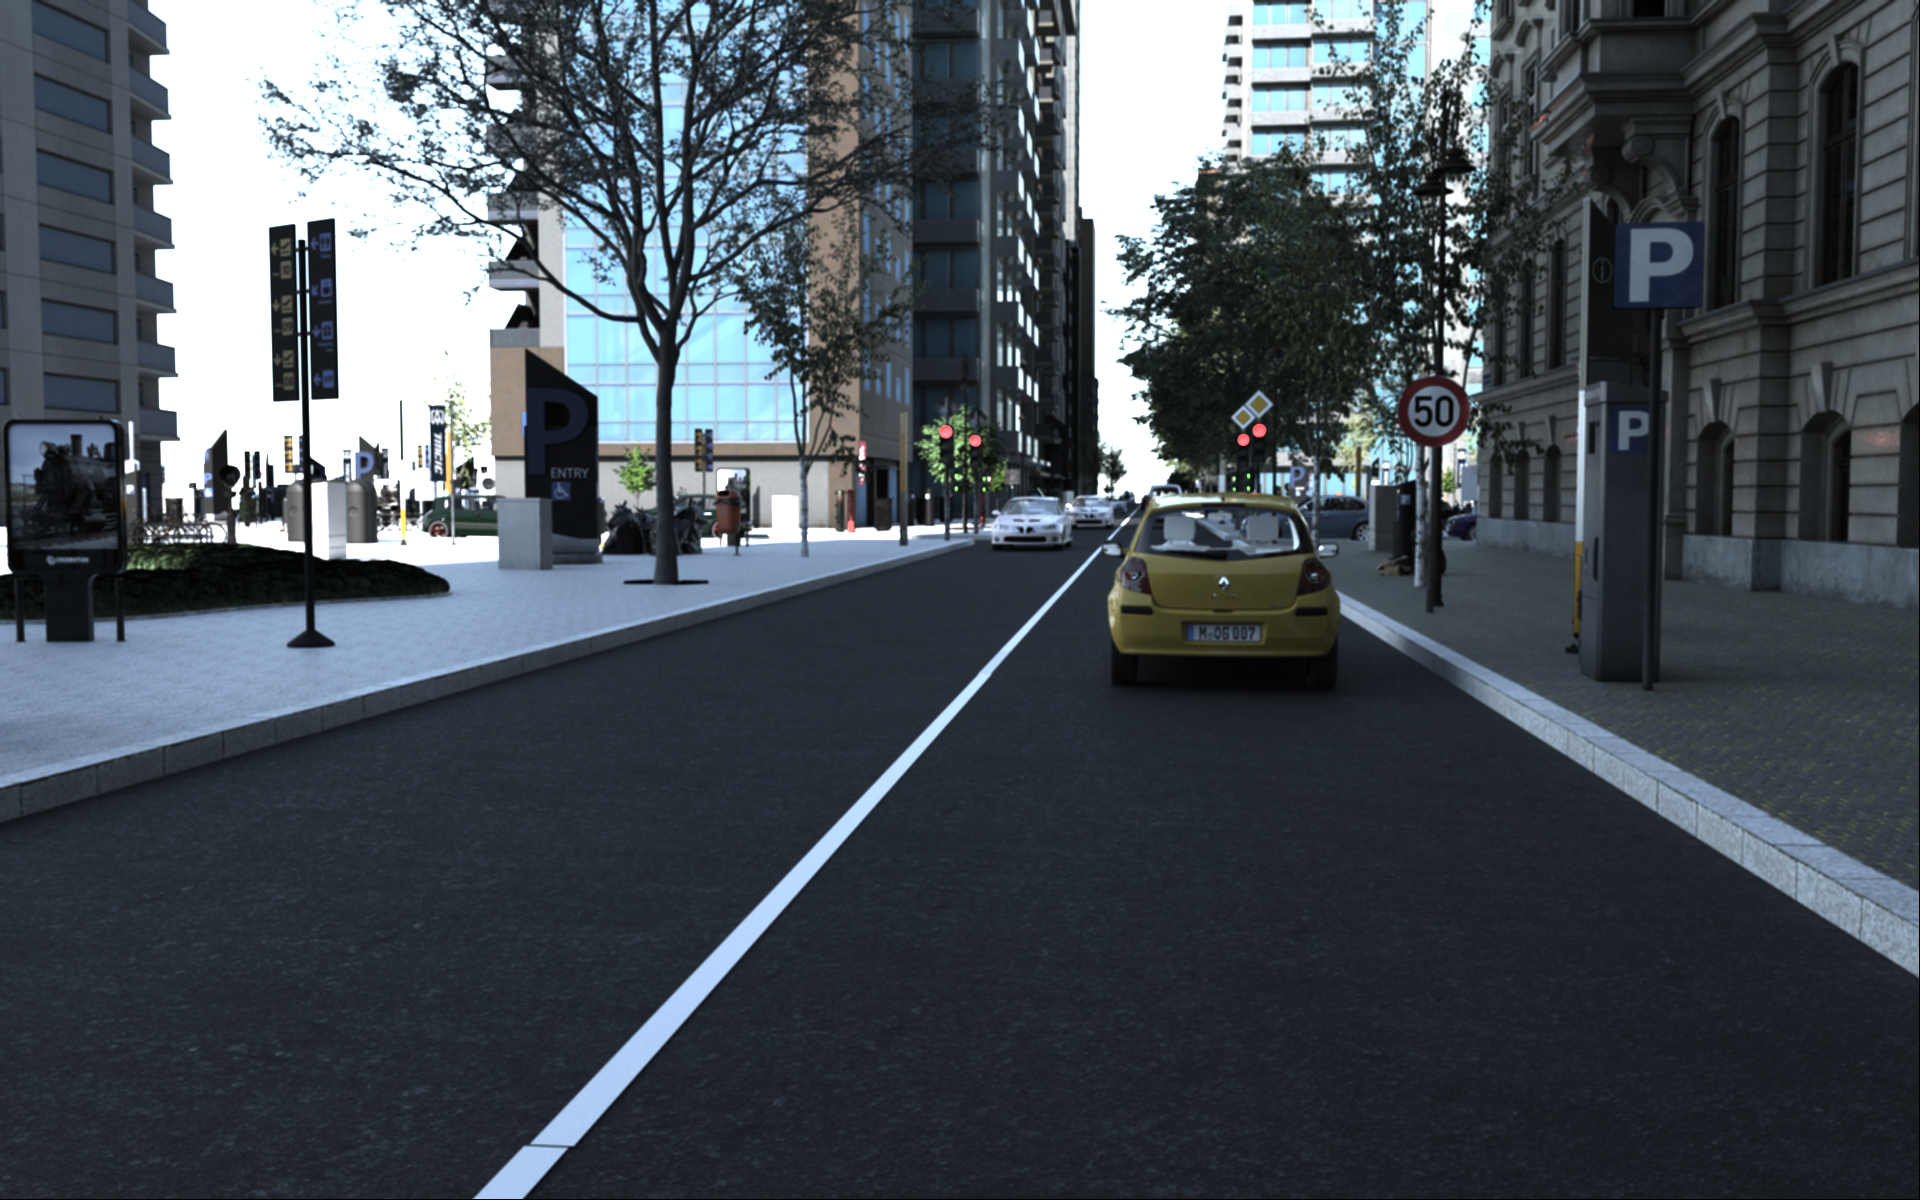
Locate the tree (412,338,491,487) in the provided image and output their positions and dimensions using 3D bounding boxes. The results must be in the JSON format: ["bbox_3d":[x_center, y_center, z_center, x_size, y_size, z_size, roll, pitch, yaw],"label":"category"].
[{"bbox_3d":[-23.757,-8.082,82.510,4.737,8.622,4.395,0,3,0],"label":"tree"}]

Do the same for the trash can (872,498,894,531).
[{"bbox_3d":[-2.667,-2.956,59.989,0.748,1.137,0.748,0,3,0],"label":"trash can"}]

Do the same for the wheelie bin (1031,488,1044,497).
[{"bbox_3d":[4.004,-4.982,89.370,0.693,1.594,0.980,0,4,8],"label":"wheelie bin"}]

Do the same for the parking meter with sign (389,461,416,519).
[{"bbox_3d":[-29.443,-5.785,90.849,1.738,3.016,0.543,0,4,-2],"label":"parking meter with sign"}]

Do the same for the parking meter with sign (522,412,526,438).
[{"bbox_3d":[-8.847,-2.437,36.098,0.543,3.016,1.738,-1,4,-13],"label":"parking meter with sign"}]

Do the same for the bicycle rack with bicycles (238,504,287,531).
[{"bbox_3d":[-24.360,-2.967,61.894,2.852,0.926,2.925,0,4,-1],"label":"bicycle rack with bicycles"}]

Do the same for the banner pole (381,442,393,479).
[{"bbox_3d":[-27.269,-5.663,82.599,0.401,3.779,0.863,2,4,29],"label":"banner pole"}]

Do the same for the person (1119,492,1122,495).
[{"bbox_3d":[22.561,-14.256,242.298,0.721,1.736,1.217,3,4,39],"label":"person"}]

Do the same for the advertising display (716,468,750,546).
[{"bbox_3d":[-5.586,-2.293,42.706,0.974,1.923,0.123,2,4,32],"label":"advertising display"}]

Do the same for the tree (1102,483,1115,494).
[{"bbox_3d":[21.640,-15.936,255.147,1.663,3.219,1.824,0,3,0],"label":"tree"}]

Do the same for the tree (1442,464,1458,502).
[{"bbox_3d":[31.037,-7.047,109.811,1.663,3.219,1.824,0,3,0],"label":"tree"}]

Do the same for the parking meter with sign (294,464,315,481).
[{"bbox_3d":[-38.314,-6.407,101.015,1.738,3.016,0.543,3,4,36],"label":"parking meter with sign"}]

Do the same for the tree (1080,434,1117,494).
[{"bbox_3d":[15.856,-15.665,206.479,4.737,8.622,4.395,0,3,0],"label":"tree"}]

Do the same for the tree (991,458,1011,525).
[{"bbox_3d":[1.005,-4.791,72.934,1.663,3.219,1.824,0,3,0],"label":"tree"}]

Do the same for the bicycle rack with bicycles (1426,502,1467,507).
[{"bbox_3d":[21.575,-3.837,76.117,2.852,0.926,2.925,2,4,28],"label":"bicycle rack with bicycles"}]

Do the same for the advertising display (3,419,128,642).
[{"bbox_3d":[-7.748,-0.600,15.027,0.974,1.923,0.123,0,4,-3],"label":"advertising display"}]

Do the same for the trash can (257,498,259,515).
[{"bbox_3d":[-42.080,-5.638,103.829,0.748,1.137,0.748,0,3,0],"label":"trash can"}]

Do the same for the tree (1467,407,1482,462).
[{"bbox_3d":[37.246,-10.486,121.805,4.737,8.622,4.395,0,3,0],"label":"tree"}]

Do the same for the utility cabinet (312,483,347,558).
[{"bbox_3d":[-12.245,-1.525,33.605,0.318,1.500,1.173,0,4,-3],"label":"utility cabinet"}]

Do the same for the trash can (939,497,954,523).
[{"bbox_3d":[-0.634,-4.072,78.228,0.748,1.137,0.748,0,3,0],"label":"trash can"}]

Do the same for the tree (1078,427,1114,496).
[{"bbox_3d":[14.781,-14.598,189.039,4.360,8.622,3.978,0,3,0],"label":"tree"}]

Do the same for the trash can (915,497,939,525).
[{"bbox_3d":[-1.526,-3.749,72.951,0.748,1.137,0.748,0,3,0],"label":"trash can"}]

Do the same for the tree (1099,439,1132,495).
[{"bbox_3d":[24.848,-21.606,287.662,8.767,10.594,7.601,3,5,42],"label":"tree"}]

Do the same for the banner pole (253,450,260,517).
[{"bbox_3d":[-40.319,-6.680,99.231,0.863,3.779,0.401,2,4,35],"label":"banner pole"}]

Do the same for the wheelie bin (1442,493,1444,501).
[{"bbox_3d":[28.467,-5.850,103.555,0.980,1.594,0.693,-2,4,-32],"label":"wheelie bin"}]

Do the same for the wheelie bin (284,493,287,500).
[{"bbox_3d":[-28.096,-3.992,73.175,0.980,1.594,0.693,1,4,22],"label":"wheelie bin"}]

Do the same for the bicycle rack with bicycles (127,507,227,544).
[{"bbox_3d":[-18.090,-1.573,39.096,2.925,0.926,2.852,-2,4,-25],"label":"bicycle rack with bicycles"}]

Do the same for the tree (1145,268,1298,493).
[{"bbox_3d":[12.752,-10.279,86.192,7.486,12.596,7.792,0,3,0],"label":"tree"}]

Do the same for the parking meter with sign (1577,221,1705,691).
[{"bbox_3d":[4.635,-0.965,12.033,0.543,3.016,1.738,1,4,10],"label":"parking meter with sign"}]

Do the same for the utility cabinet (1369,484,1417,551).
[{"bbox_3d":[9.802,-1.851,38.942,1.173,1.500,0.318,-1,4,-15],"label":"utility cabinet"}]

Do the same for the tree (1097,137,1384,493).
[{"bbox_3d":[10.078,-9.483,61.699,9.857,13.997,8.962,0,3,0],"label":"tree"}]

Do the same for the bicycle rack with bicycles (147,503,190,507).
[{"bbox_3d":[-27.280,-2.794,59.059,2.852,0.926,2.925,2,4,26],"label":"bicycle rack with bicycles"}]

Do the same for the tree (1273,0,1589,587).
[{"bbox_3d":[6.340,-4.477,23.556,4.360,8.622,3.978,0,3,0],"label":"tree"}]

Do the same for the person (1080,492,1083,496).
[{"bbox_3d":[14.456,-12.211,208.878,1.217,1.736,0.721,0,4,7],"label":"person"}]

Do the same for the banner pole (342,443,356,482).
[{"bbox_3d":[-29.900,-5.811,85.023,0.863,3.779,0.401,-3,5,-41],"label":"banner pole"}]

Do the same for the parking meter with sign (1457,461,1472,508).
[{"bbox_3d":[26.975,-5.885,92.486,0.543,3.016,1.738,2,4,27],"label":"parking meter with sign"}]

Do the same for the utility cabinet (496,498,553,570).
[{"bbox_3d":[-7.414,-1.123,29.530,1.020,1.237,0.306,2,4,31],"label":"utility cabinet"}]

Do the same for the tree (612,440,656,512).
[{"bbox_3d":[-11.401,-4.086,61.413,1.663,3.219,1.824,0,3,0],"label":"tree"}]

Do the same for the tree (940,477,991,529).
[{"bbox_3d":[0.087,-4.284,64.638,1.663,3.219,1.824,0,3,0],"label":"tree"}]

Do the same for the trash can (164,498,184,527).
[{"bbox_3d":[-29.793,-3.304,65.678,0.748,1.137,0.748,0,3,0],"label":"trash can"}]

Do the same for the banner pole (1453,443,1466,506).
[{"bbox_3d":[24.376,-5.790,84.686,0.401,3.779,0.863,-3,4,-38],"label":"banner pole"}]

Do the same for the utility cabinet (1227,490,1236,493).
[{"bbox_3d":[14.268,-4.898,88.762,1.173,1.500,0.318,2,4,34],"label":"utility cabinet"}]

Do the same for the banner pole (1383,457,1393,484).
[{"bbox_3d":[28.509,-7.665,115.336,0.863,3.779,0.401,-1,4,-10],"label":"banner pole"}]

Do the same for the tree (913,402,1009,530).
[{"bbox_3d":[0.063,-4.778,61.833,4.285,4.588,4.351,0,3,0],"label":"tree"}]

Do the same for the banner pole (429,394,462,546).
[{"bbox_3d":[-12.833,-3.245,43.079,0.401,3.779,0.863,3,5,40],"label":"banner pole"}]

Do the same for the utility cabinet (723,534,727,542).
[{"bbox_3d":[-6.289,-2.184,46.867,0.306,1.237,1.020,0,4,-8],"label":"utility cabinet"}]

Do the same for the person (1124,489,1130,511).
[{"bbox_3d":[13.838,-8.285,143.982,0.705,1.821,1.348,2,4,35],"label":"person"}]

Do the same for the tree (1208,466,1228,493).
[{"bbox_3d":[19.140,-11.104,131.917,4.360,8.622,3.978,0,3,0],"label":"tree"}]

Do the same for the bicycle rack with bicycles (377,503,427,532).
[{"bbox_3d":[-19.324,-2.796,59.091,2.925,0.926,2.852,0,4,5],"label":"bicycle rack with bicycles"}]

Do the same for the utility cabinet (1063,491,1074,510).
[{"bbox_3d":[7.621,-6.935,122.062,0.318,1.500,1.173,2,4,30],"label":"utility cabinet"}]

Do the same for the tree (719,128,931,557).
[{"bbox_3d":[-2.990,-5.178,35.023,4.360,8.622,3.978,0,3,0],"label":"tree"}]

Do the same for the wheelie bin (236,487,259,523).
[{"bbox_3d":[-31.827,-4.257,77.503,0.693,1.594,0.980,3,4,38],"label":"wheelie bin"}]

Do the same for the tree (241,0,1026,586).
[{"bbox_3d":[-4.243,-6.981,24.517,12.009,13.543,11.850,0,3,0],"label":"tree"}]

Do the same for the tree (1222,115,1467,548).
[{"bbox_3d":[7.407,-5.154,34.636,4.737,8.622,4.395,0,3,0],"label":"tree"}]

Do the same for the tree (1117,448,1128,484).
[{"bbox_3d":[23.932,-19.530,269.673,4.737,8.622,4.395,0,3,0],"label":"tree"}]

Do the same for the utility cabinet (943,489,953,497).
[{"bbox_3d":[-0.559,-4.357,79.919,0.318,1.500,1.173,0,4,8],"label":"utility cabinet"}]

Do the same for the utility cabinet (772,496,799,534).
[{"bbox_3d":[-5.595,-2.720,55.637,0.306,1.237,1.020,-3,5,-43],"label":"utility cabinet"}]

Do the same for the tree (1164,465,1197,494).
[{"bbox_3d":[25.060,-12.910,194.793,4.285,4.588,4.351,0,3,0],"label":"tree"}]

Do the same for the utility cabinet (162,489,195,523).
[{"bbox_3d":[-32.281,-3.847,71.578,1.173,1.500,0.318,-1,4,-15],"label":"utility cabinet"}]
